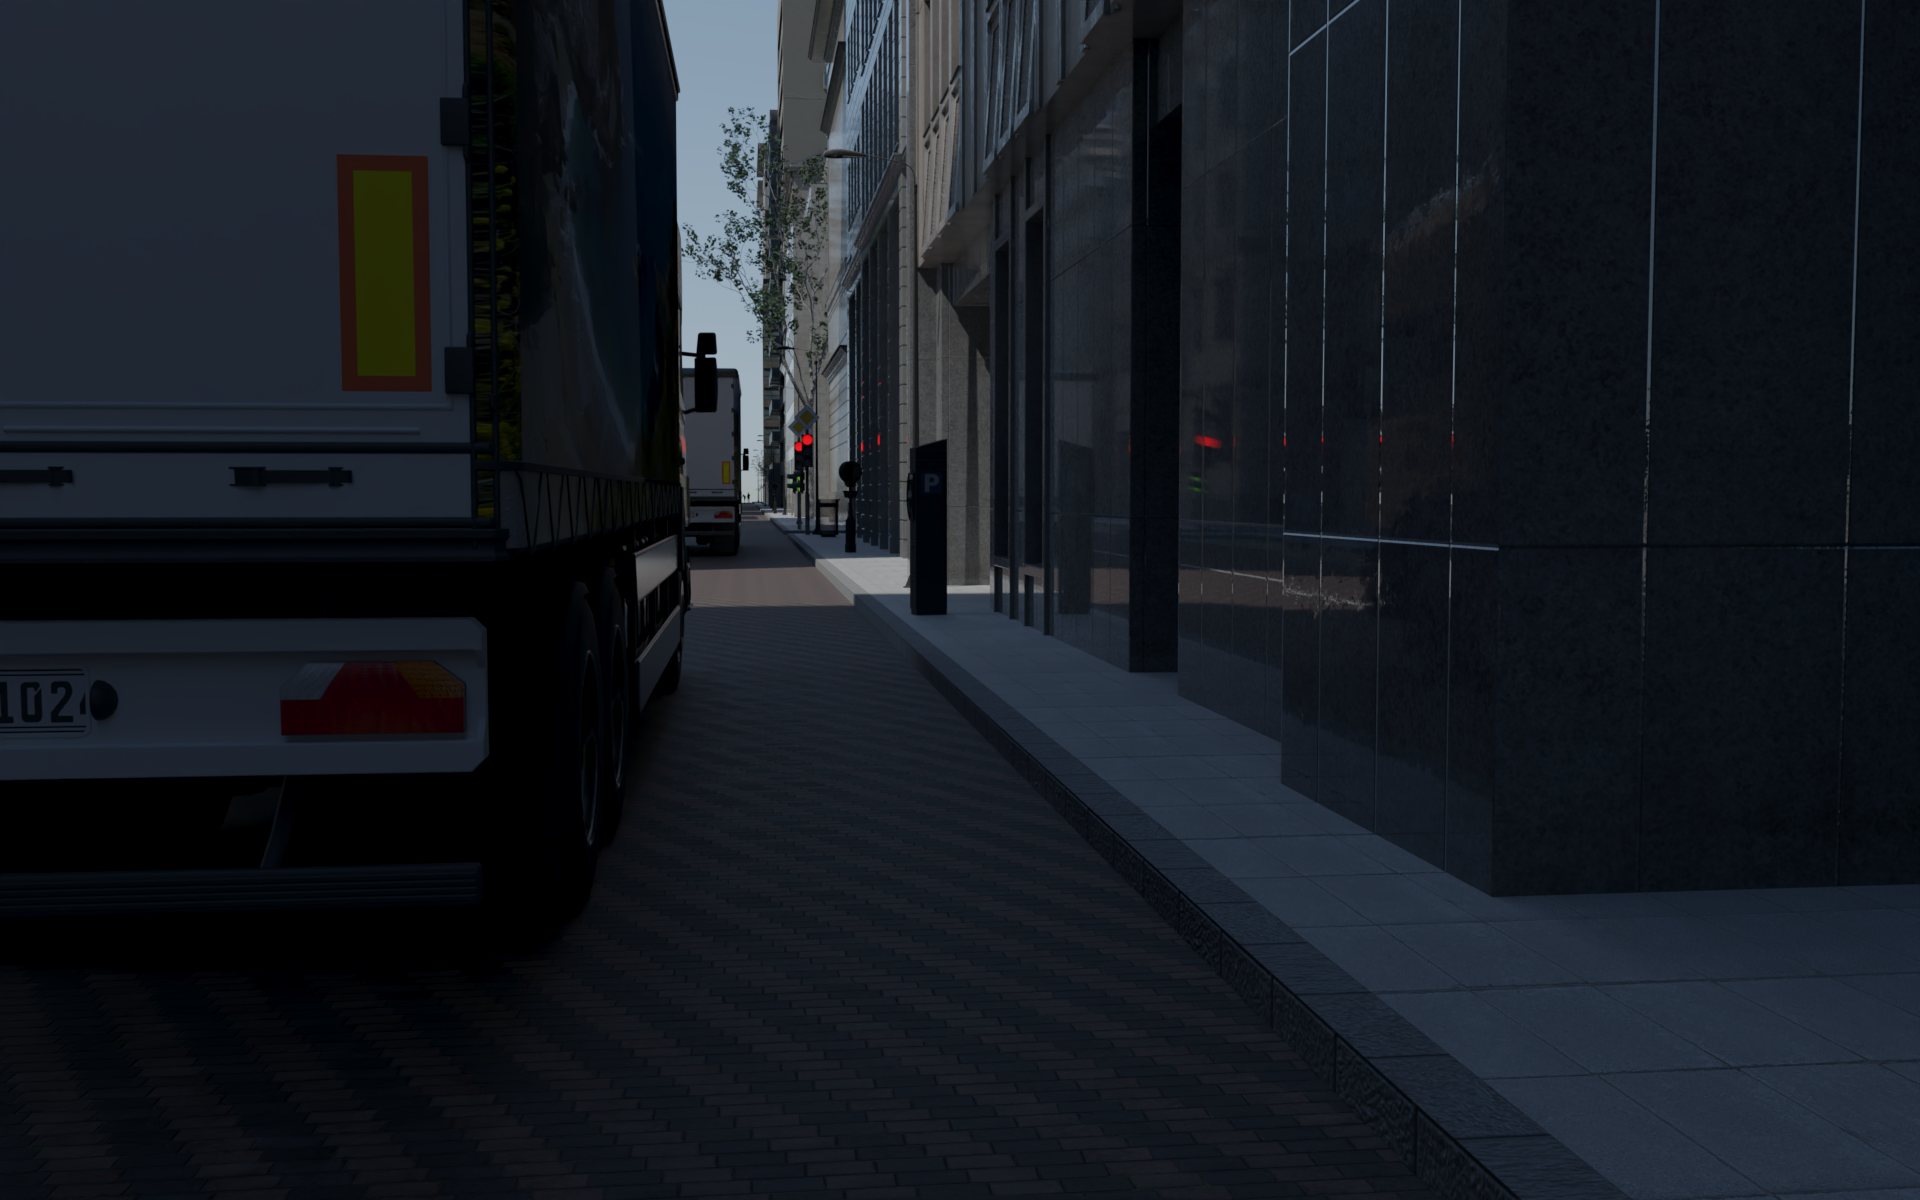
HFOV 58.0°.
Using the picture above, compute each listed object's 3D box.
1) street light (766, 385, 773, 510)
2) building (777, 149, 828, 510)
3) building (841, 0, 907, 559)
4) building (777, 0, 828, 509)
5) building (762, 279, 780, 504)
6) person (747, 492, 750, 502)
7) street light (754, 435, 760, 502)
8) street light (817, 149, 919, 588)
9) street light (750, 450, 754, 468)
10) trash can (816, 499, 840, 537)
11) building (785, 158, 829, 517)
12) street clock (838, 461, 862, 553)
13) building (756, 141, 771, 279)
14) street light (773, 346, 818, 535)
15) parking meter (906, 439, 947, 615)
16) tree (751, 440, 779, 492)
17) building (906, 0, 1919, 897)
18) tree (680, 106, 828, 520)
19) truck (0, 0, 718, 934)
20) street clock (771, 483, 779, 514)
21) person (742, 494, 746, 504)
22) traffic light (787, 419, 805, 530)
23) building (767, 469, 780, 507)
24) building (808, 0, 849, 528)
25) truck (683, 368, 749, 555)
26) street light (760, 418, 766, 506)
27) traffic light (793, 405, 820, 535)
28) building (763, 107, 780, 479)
[{"bbox_3d":[-7.405,-6.194,73.817,1.470,5.913,1.316,0,4,-7],"label":"street light"},{"bbox_3d":[-6.745,-20.076,125.508,12.463,27.353,25.104,0,4,-7],"label":"building"},{"bbox_3d":[3.606,-16.066,40.168,11.434,29.767,29.804,0,4,-7],"label":"building"},{"bbox_3d":[-4.943,-32.277,151.427,21.300,48.544,21.600,0,4,-7],"label":"building"},{"bbox_3d":[-19.478,-28.211,232.954,14.160,30.474,14.107,0,4,-7],"label":"building"},{"bbox_3d":[-32.176,-15.547,263.605,0.541,1.710,0.530,-1,4,-23],"label":"person"},{"bbox_3d":[-15.219,-10.018,136.341,1.470,5.913,1.316,0,4,-7],"label":"street light"},{"bbox_3d":[-1.141,-3.119,23.530,1.470,5.913,1.316,0,4,-7],"label":"street light"},{"bbox_3d":[-20.868,-12.732,180.711,1.470,5.913,1.316,0,4,-7],"label":"street light"},{"bbox_3d":[-3.925,-2.444,51.609,0.748,1.137,0.748,0,3,0],"label":"trash can"},{"bbox_3d":[-5.081,-15.272,104.447,10.420,20.320,16.860,0,4,-7],"label":"building"},{"bbox_3d":[-2.401,-2.042,37.958,0.471,2.002,0.358,-2,4,-32],"label":"street clock"},{"bbox_3d":[-15.204,-40.695,254.594,28.713,52.752,27.495,0,4,-7],"label":"building"},{"bbox_3d":[-5.053,-5.014,54.527,1.470,5.913,1.316,0,4,-7],"label":"street light"},{"bbox_3d":[-0.350,-0.776,18.394,0.399,1.863,0.255,-1,4,-16],"label":"parking meter"},{"bbox_3d":[-24.729,-16.687,223.186,4.360,8.622,3.978,0,3,0],"label":"tree"},{"bbox_3d":[6.423,-12.068,15.335,12.078,24.808,19.932,0,4,-7],"label":"building"},{"bbox_3d":[-8.842,-14.104,86.483,12.611,20.169,13.585,0,3,0],"label":"tree"},{"bbox_3d":[-2.823,-1.239,9.163,2.839,4.237,11.283,0,4,-7],"label":"truck"},{"bbox_3d":[-12.111,-6.660,113.461,0.471,2.002,0.358,0,4,3],"label":"street clock"},{"bbox_3d":[-32.176,-15.056,257.853,0.628,1.438,0.799,-1,4,-9],"label":"person"},{"bbox_3d":[-5.826,-4.502,62.525,0.839,4.253,0.868,0,4,-7],"label":"traffic light"},{"bbox_3d":[-8.802,-44.846,171.484,20.563,71.187,20.611,0,4,-7],"label":"building"},{"bbox_3d":[9.132,-14.571,71.519,30.059,22.955,16.112,0,4,-7],"label":"building"},{"bbox_3d":[-6.801,-3.369,43.991,2.839,4.237,11.283,0,4,-7],"label":"truck"},{"bbox_3d":[-11.254,-8.137,105.574,1.470,5.913,1.316,0,4,-7],"label":"street light"},{"bbox_3d":[-4.836,-4.017,54.601,0.839,4.253,0.868,0,4,-7],"label":"traffic light"},{"bbox_3d":[-10.640,-35.401,198.417,23.786,49.044,30.456,0,4,-7],"label":"building"}]
